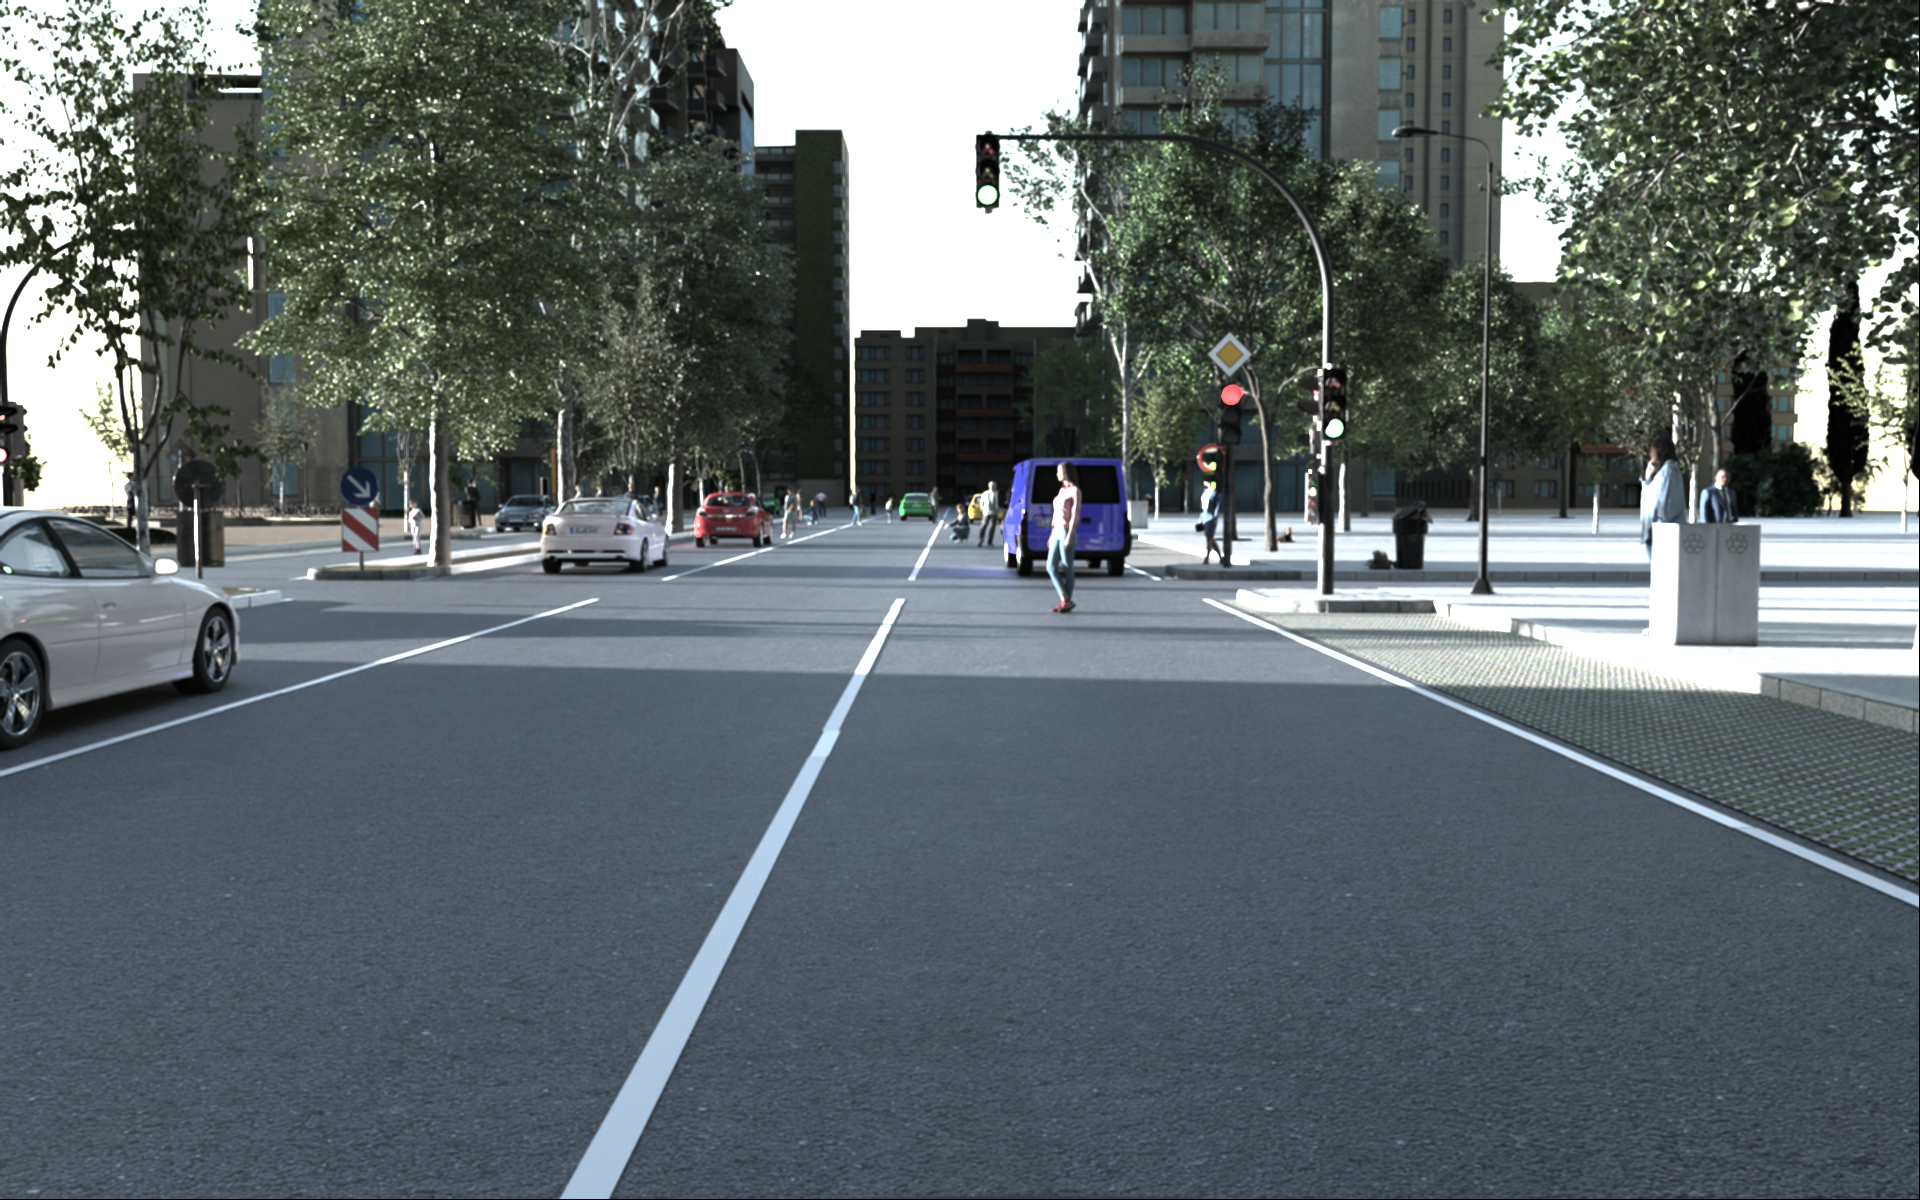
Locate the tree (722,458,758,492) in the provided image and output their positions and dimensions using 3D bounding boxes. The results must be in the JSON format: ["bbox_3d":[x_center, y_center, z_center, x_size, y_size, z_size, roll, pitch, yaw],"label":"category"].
[{"bbox_3d":[-18.756,-10.018,147.504,4.285,4.588,4.351,0,3,0],"label":"tree"}]

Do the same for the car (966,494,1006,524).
[{"bbox_3d":[1.286,-4.577,85.054,2.015,1.641,3.980,0,4,0],"label":"car"}]

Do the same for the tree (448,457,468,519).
[{"bbox_3d":[-26.499,-5.824,89.819,1.663,3.219,1.824,0,3,0],"label":"tree"}]

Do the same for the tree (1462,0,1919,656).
[{"bbox_3d":[8.015,-6.519,13.235,9.857,13.997,8.962,0,3,0],"label":"tree"}]

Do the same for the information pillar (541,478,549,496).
[{"bbox_3d":[-18.599,-4.471,77.596,0.304,2.012,0.304,-1,4,-21],"label":"information pillar"}]

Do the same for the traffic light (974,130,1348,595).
[{"bbox_3d":[2.563,-2.891,21.936,4.771,5.953,1.251,0,3,0],"label":"traffic light"}]

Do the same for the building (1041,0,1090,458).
[{"bbox_3d":[19.570,-51.954,162.118,22.319,86.520,31.000,0,3,0],"label":"building"}]

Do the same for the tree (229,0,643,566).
[{"bbox_3d":[-10.021,-6.883,33.113,7.486,12.596,7.792,0,3,0],"label":"tree"}]

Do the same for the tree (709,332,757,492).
[{"bbox_3d":[-10.181,-7.377,73.437,4.360,8.622,3.978,0,3,0],"label":"tree"}]

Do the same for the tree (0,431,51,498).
[{"bbox_3d":[-25.199,-3.177,46.551,1.663,3.219,1.824,0,3,0],"label":"tree"}]

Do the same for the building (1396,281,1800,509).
[{"bbox_3d":[59.301,-19.629,165.967,28.899,21.520,27.650,0,3,0],"label":"building"}]

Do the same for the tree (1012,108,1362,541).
[{"bbox_3d":[7.320,-7.452,47.592,9.928,11.665,9.643,0,3,0],"label":"tree"}]

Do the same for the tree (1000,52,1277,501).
[{"bbox_3d":[8.491,-13.340,74.000,12.611,20.169,13.585,0,3,0],"label":"tree"}]

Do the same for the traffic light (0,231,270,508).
[{"bbox_3d":[-14.431,-3.387,30.048,4.771,5.953,1.251,0,3,0],"label":"traffic light"}]

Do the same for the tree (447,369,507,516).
[{"bbox_3d":[-28.451,-9.251,101.616,4.737,8.622,4.395,0,3,0],"label":"tree"}]

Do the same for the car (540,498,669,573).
[{"bbox_3d":[-6.705,-1.260,32.964,2.083,1.381,4.827,0,4,-2],"label":"car"}]

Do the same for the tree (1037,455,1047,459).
[{"bbox_3d":[6.537,-8.601,124.335,4.285,4.588,4.351,0,3,0],"label":"tree"}]

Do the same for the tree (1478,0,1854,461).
[{"bbox_3d":[26.496,-12.934,67.356,12.611,20.169,13.585,0,3,0],"label":"tree"}]

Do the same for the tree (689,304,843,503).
[{"bbox_3d":[-10.044,-9.239,87.920,8.767,10.594,7.601,0,3,0],"label":"tree"}]

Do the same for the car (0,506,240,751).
[{"bbox_3d":[-6.245,0.081,11.030,2.083,1.381,4.827,0,4,-1],"label":"car"}]

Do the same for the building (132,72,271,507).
[{"bbox_3d":[-71.426,-29.853,171.689,14.086,41.232,14.154,0,3,0],"label":"building"}]

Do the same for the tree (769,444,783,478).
[{"bbox_3d":[-18.830,-13.190,166.011,4.737,8.622,4.395,0,3,0],"label":"tree"}]

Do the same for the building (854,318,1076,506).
[{"bbox_3d":[2.746,-21.980,204.419,28.899,21.520,27.650,0,3,0],"label":"building"}]

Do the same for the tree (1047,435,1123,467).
[{"bbox_3d":[7.755,-6.892,96.401,4.285,4.588,4.351,0,3,0],"label":"tree"}]

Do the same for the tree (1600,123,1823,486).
[{"bbox_3d":[20.430,-7.398,46.709,9.928,11.665,9.643,0,3,0],"label":"tree"}]

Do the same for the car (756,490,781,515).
[{"bbox_3d":[-13.000,-6.493,114.961,1.959,1.807,4.718,0,4,1],"label":"car"}]

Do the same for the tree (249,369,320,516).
[{"bbox_3d":[-40.310,-9.340,103.067,4.360,8.622,3.978,0,3,0],"label":"tree"}]

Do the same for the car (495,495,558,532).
[{"bbox_3d":[-16.515,-3.323,66.341,2.014,1.417,4.499,0,4,-2],"label":"car"}]

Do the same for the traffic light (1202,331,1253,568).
[{"bbox_3d":[4.639,-2.517,30.067,0.839,4.253,0.868,0,3,0],"label":"traffic light"}]

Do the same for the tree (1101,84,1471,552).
[{"bbox_3d":[7.082,-6.383,38.771,8.767,10.594,7.601,1,4,15],"label":"tree"}]

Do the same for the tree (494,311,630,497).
[{"bbox_3d":[-19.899,-9.453,88.977,8.767,10.594,7.601,-1,4,-12],"label":"tree"}]

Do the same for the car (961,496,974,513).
[{"bbox_3d":[1.063,-6.259,114.912,1.945,1.354,3.894,0,4,-1],"label":"car"}]

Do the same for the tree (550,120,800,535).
[{"bbox_3d":[-9.954,-9.235,60.111,9.857,13.997,8.962,0,3,0],"label":"tree"}]

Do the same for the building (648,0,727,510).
[{"bbox_3d":[-32.107,-30.273,149.595,22.147,44.769,28.867,0,3,0],"label":"building"}]

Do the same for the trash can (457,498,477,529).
[{"bbox_3d":[-18.331,-3.230,64.458,0.748,1.137,0.748,0,3,0],"label":"trash can"}]

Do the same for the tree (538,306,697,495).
[{"bbox_3d":[-19.824,-11.199,100.110,9.611,12.733,9.660,0,3,0],"label":"tree"}]

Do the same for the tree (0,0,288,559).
[{"bbox_3d":[-9.851,-4.141,20.529,4.737,8.622,4.395,0,3,0],"label":"tree"}]

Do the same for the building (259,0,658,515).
[{"bbox_3d":[-33.296,-30.596,119.856,23.786,49.044,30.456,0,3,0],"label":"building"}]

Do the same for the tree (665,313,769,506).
[{"bbox_3d":[-10.063,-7.024,67.657,4.737,8.622,4.395,0,3,0],"label":"tree"}]

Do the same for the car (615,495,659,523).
[{"bbox_3d":[-13.824,-3.711,72.671,2.014,1.417,4.499,0,4,1],"label":"car"}]

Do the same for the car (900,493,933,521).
[{"bbox_3d":[-2.319,-5.212,94.016,1.959,1.807,4.718,0,3,0],"label":"car"}]

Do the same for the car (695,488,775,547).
[{"bbox_3d":[-6.244,-2.387,48.076,2.155,1.783,4.494,0,4,-1],"label":"car"}]

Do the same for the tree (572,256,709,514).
[{"bbox_3d":[-10.103,-6.132,53.079,4.360,8.622,3.978,0,3,0],"label":"tree"}]

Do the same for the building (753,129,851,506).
[{"bbox_3d":[-19.726,-31.416,197.251,14.086,41.232,14.154,0,3,0],"label":"building"}]

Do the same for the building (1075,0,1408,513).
[{"bbox_3d":[20.483,-31.358,132.316,23.786,49.044,30.456,0,3,0],"label":"building"}]

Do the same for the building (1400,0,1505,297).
[{"bbox_3d":[45.393,-40.283,200.621,28.212,58.520,21.231,0,3,0],"label":"building"}]

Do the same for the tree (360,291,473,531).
[{"bbox_3d":[-18.825,-6.674,59.484,4.360,8.622,3.978,0,3,0],"label":"tree"}]

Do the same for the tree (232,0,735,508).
[{"bbox_3d":[-11.185,-11.364,44.155,12.611,20.169,13.585,0,3,0],"label":"tree"}]

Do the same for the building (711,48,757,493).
[{"bbox_3d":[-28.131,-31.911,171.850,14.200,45.320,14.600,0,3,0],"label":"building"}]
